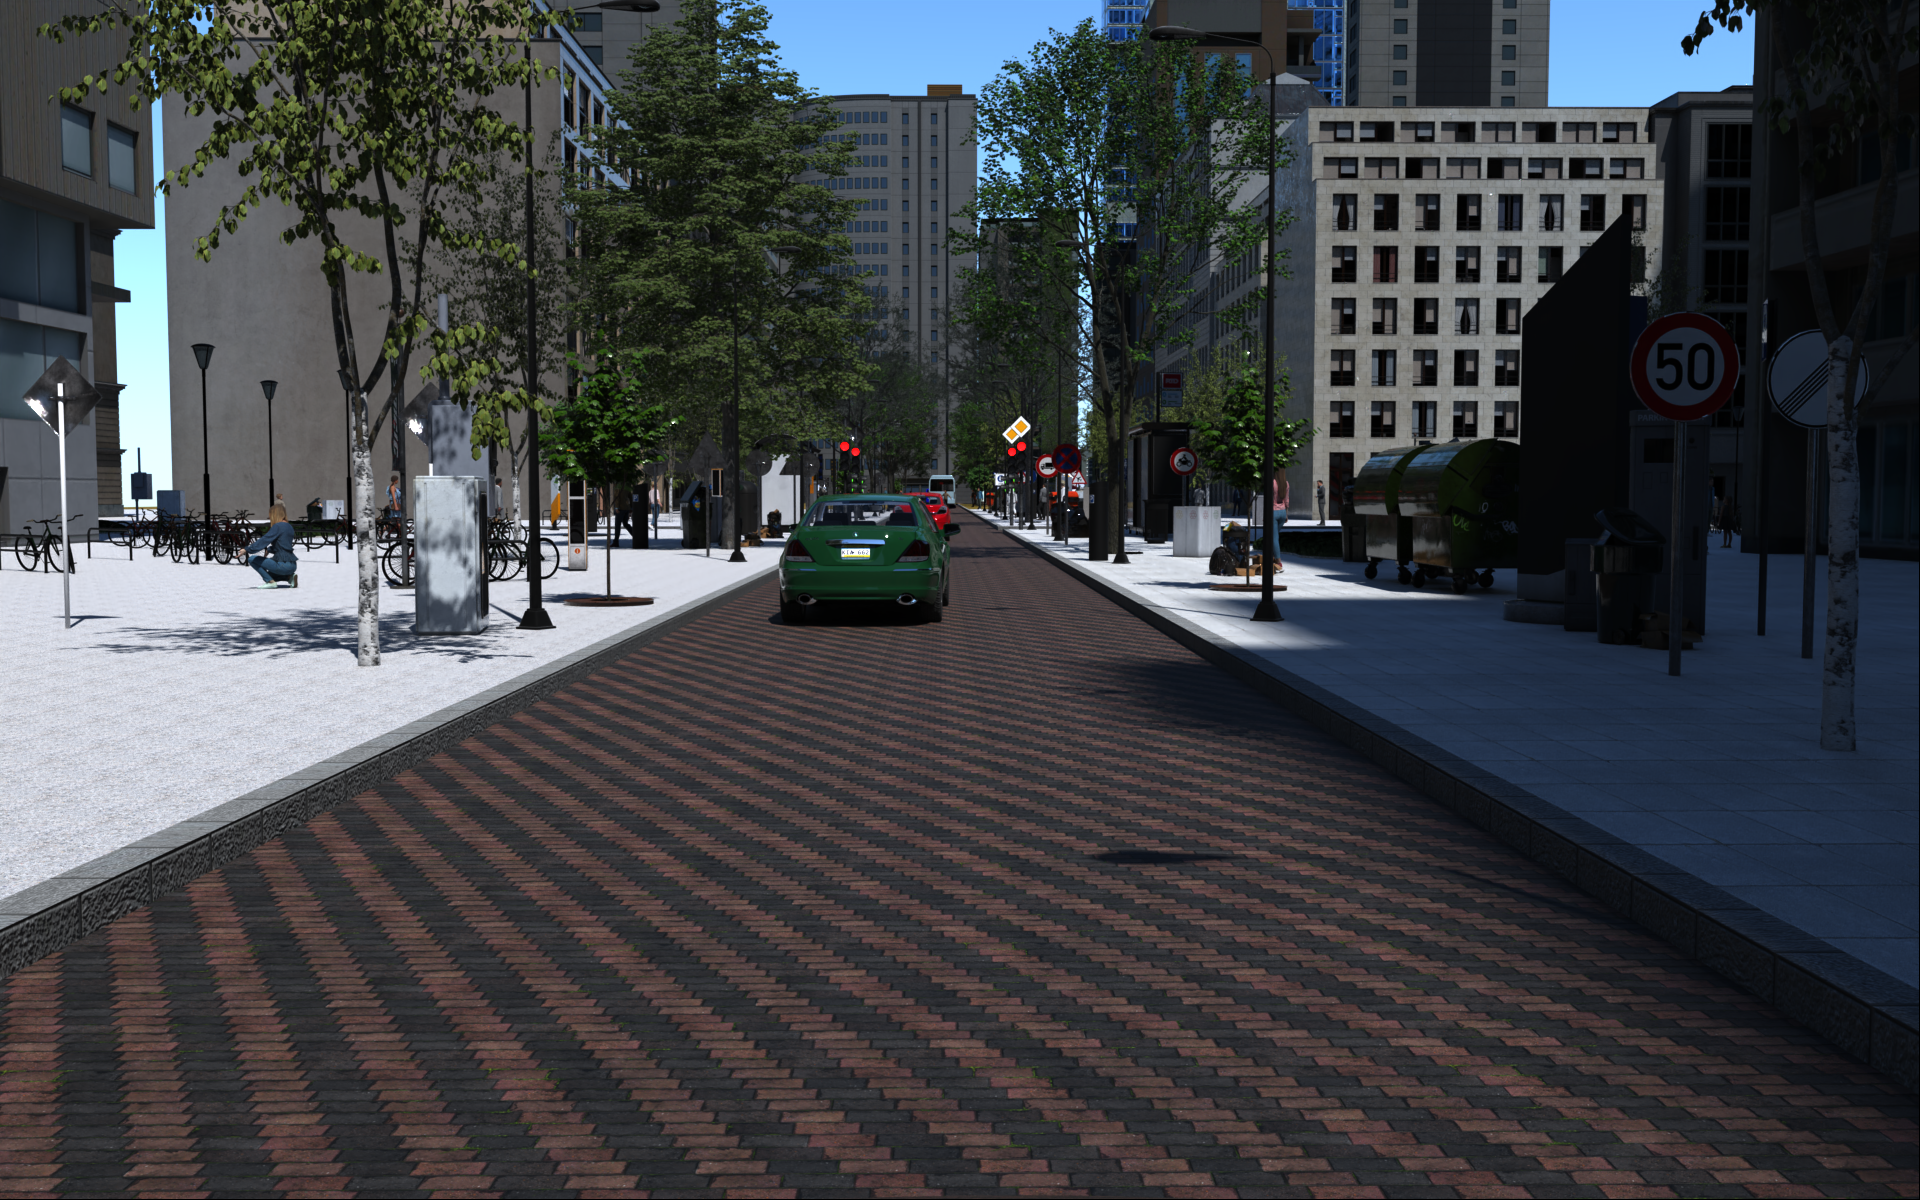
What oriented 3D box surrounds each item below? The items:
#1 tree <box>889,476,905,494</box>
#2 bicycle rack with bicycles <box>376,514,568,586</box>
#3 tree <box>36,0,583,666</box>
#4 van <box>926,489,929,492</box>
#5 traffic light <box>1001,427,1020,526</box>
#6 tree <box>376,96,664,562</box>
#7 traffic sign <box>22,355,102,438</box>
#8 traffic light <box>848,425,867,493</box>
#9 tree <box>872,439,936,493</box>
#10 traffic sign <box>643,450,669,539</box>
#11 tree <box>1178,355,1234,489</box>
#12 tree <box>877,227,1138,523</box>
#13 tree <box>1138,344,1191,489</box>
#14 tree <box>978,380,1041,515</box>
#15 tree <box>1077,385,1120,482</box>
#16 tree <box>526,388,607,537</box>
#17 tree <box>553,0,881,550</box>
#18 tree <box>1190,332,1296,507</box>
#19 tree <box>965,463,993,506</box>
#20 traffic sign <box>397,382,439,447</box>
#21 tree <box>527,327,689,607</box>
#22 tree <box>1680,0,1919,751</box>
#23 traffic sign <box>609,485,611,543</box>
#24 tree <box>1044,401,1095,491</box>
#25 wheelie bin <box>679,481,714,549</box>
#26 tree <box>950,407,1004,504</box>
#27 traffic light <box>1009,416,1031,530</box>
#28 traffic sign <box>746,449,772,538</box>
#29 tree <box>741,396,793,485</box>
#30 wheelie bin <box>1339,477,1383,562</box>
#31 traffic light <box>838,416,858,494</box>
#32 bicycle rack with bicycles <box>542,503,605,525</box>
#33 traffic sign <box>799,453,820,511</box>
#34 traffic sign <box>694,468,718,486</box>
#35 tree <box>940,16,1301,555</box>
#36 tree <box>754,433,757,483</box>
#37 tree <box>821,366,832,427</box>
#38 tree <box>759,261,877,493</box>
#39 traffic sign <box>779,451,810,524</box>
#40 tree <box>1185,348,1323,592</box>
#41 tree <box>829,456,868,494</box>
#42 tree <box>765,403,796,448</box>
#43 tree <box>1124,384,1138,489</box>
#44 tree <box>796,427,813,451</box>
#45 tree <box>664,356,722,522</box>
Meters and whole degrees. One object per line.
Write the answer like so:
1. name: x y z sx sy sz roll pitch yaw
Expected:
1. tree: -6.959 -11.831 188.040 1.663 3.219 1.824 0 3 0
2. bicycle rack with bicycles: -7.324 -0.741 25.505 2.925 0.926 2.852 -2 4 -33
3. tree: -4.438 -3.799 12.470 4.737 8.622 4.395 0 3 0
4. van: -3.101 -12.301 205.507 2.240 2.365 5.245 0 4 1
5. traffic light: 2.074 -4.966 70.114 0.839 4.253 0.868 0 4 -1
6. tree: -8.413 -5.006 32.215 4.360 8.622 3.978 0 3 0
7. traffic sign: -8.527 -1.024 16.474 0.795 2.593 0.064 0 4 5
8. traffic light: -4.186 -4.960 70.023 0.839 4.253 0.868 0 4 -1
9. tree: -7.511 -17.604 222.240 8.767 10.594 7.601 -2 4 -29
10. traffic sign: -8.623 -2.993 49.041 0.768 2.556 0.104 0 4 8
11. tree: 13.097 -8.577 90.601 4.360 8.622 3.978 0 3 0
12. tree: 3.004 -10.218 77.429 12.009 13.543 11.850 0 3 0
13. tree: 11.604 -8.087 82.585 4.737 8.622 4.395 0 3 0
14. tree: 2.899 -9.486 105.462 4.737 8.622 4.395 0 3 0
15. tree: 11.209 -10.422 120.764 4.737 8.622 4.395 0 3 0
16. tree: -11.483 -4.233 52.915 4.285 4.588 4.351 0 3 0
17. tree: -5.779 -7.449 39.921 7.486 12.596 7.792 0 3 0
18. tree: 13.047 -7.796 77.831 4.737 8.622 4.395 0 3 0
19. tree: 2.139 -12.428 186.909 4.285 4.588 4.351 0 3 0
20. traffic sign: -6.233 -1.264 20.399 0.795 2.593 0.064 0 4 2
21. tree: -4.158 -1.567 20.224 1.663 3.219 1.824 0 3 0
22. tree: 4.355 -3.539 8.217 4.360 8.622 3.978 0 3 0
23. traffic sign: -9.141 -2.758 45.101 0.884 2.594 0.081 0 4 5
24. tree: 8.329 -11.195 133.407 4.360 8.622 3.978 0 3 0
25. wheelie bin: -6.220 -2.020 40.942 0.693 1.594 0.980 -2 4 -29
26. tree: 2.383 -18.450 219.785 7.486 12.596 7.792 0 3 0
27. traffic light: 2.170 -4.478 62.129 0.839 4.253 0.868 0 4 -1
28. traffic sign: -5.714 -3.003 49.205 0.768 2.556 0.104 0 4 3
29. tree: -13.743 -10.232 117.656 4.360 8.622 3.978 0 3 0
30. wheelie bin: 7.602 -1.515 32.677 0.693 1.594 0.980 -3 5 -45
31. traffic light: -4.091 -4.472 62.038 0.839 4.253 0.868 0 4 -1
32. bicycle rack with bicycles: -15.846 -3.584 71.973 2.852 0.926 2.925 2 4 29
33. traffic sign: -4.680 -3.244 53.138 0.768 2.556 0.104 0 4 2
34. traffic sign: -7.727 -3.211 52.602 0.768 2.556 0.104 0 4 2
35. tree: 3.404 -6.800 36.939 9.928 11.665 9.643 0 3 0
36. tree: -14.947 -9.202 100.816 4.737 8.622 4.395 0 3 0
37. tree: -6.390 -12.039 122.598 9.928 11.665 9.643 0 3 0
38. tree: -5.594 -11.087 91.643 12.009 13.543 11.850 0 3 0
39. traffic sign: -4.668 -2.992 48.919 0.884 2.594 0.081 0 4 5
40. tree: 3.747 -1.748 23.175 1.663 3.219 1.824 0 3 0
41. tree: -5.019 -4.986 76.129 1.663 3.219 1.824 0 3 0
42. tree: -14.608 -10.580 123.344 4.737 8.622 4.395 0 3 0
43. tree: 12.764 -9.248 101.566 4.737 8.622 4.395 0 3 0
44. tree: -14.069 -11.749 142.459 4.737 8.622 4.395 0 3 0
45. tree: -13.322 -7.838 78.515 4.360 8.622 3.978 0 3 0
